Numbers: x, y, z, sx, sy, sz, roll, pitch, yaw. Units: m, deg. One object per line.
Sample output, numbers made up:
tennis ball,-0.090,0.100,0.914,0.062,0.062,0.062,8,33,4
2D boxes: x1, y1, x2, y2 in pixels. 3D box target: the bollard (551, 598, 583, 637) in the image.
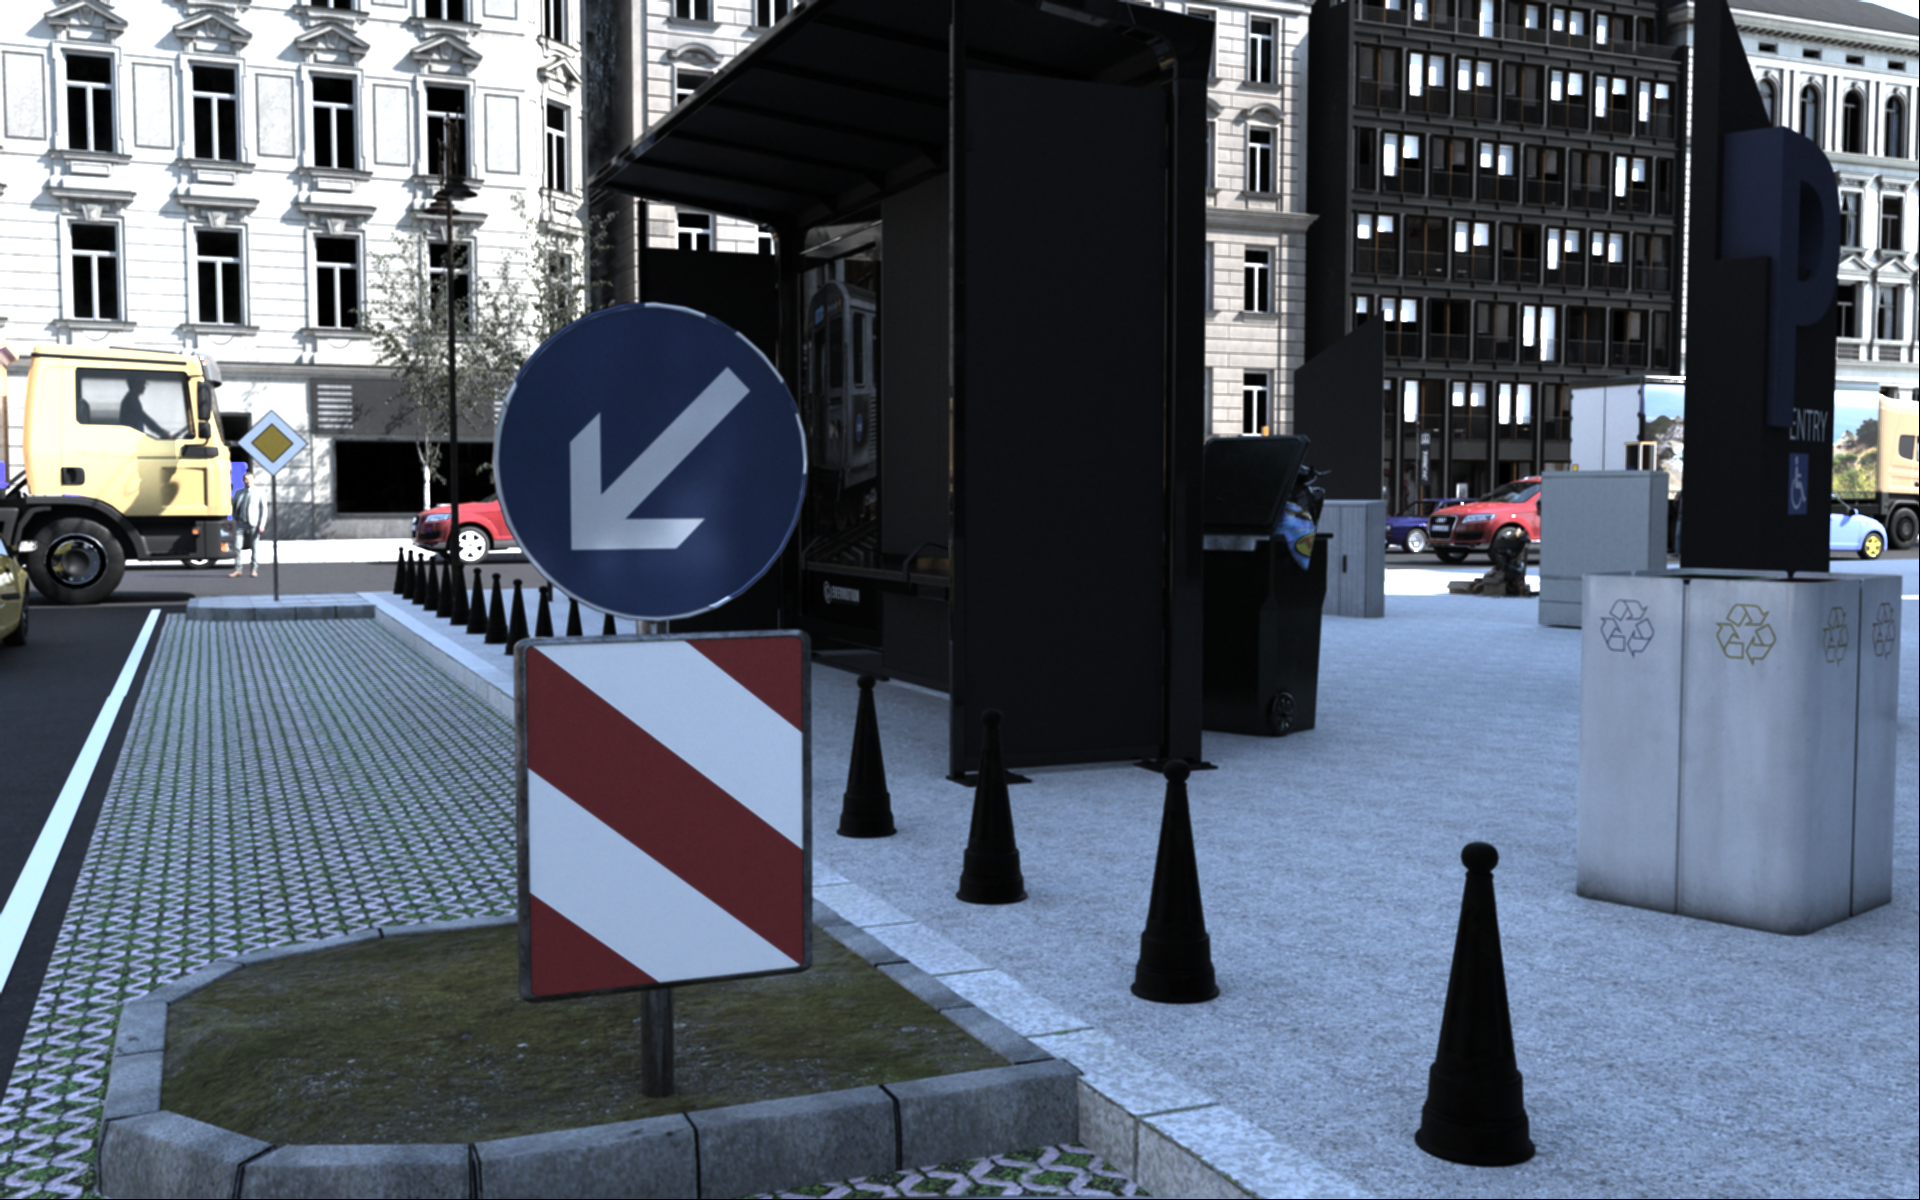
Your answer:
bollard,-2.622,0.260,11.782,0.229,0.601,0.229,0,3,0

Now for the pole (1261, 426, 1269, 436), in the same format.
pole,9.173,-3.568,52.177,0.158,3.312,0.155,0,3,0

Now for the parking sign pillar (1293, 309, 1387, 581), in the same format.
parking sign pillar,5.609,-2.275,25.670,1.447,3.967,1.447,1,4,16

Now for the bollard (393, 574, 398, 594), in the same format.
bollard,-7.183,-0.381,22.277,0.229,0.601,0.229,0,3,0

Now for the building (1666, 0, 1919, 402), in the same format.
building,35.034,-15.134,76.312,19.941,23.489,11.050,-2,4,-23

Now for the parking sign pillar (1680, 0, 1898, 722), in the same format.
parking sign pillar,4.526,-1.302,9.759,1.447,3.967,1.447,3,5,42

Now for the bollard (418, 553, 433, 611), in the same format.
bollard,-5.818,-0.189,19.124,0.229,0.601,0.229,0,3,0

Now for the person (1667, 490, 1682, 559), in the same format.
person,15.879,-1.792,37.782,0.713,1.824,0.794,-1,4,-20

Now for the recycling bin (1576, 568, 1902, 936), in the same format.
recycling bin,2.456,0.433,5.478,0.722,1.027,0.722,-3,5,-41

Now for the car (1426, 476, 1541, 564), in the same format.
car,12.167,-1.677,36.089,5.304,1.827,2.281,-1,4,-21

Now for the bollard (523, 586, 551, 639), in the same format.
bollard,-3.079,0.197,12.826,0.229,0.601,0.229,0,3,0

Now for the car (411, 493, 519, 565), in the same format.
car,-8.854,-1.711,36.656,5.304,1.827,2.281,-2,4,-25

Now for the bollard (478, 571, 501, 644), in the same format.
bollard,-3.989,0.069,14.917,0.229,0.601,0.229,0,3,0

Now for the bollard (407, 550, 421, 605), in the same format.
bollard,-6.274,-0.253,20.174,0.229,0.601,0.229,0,3,0

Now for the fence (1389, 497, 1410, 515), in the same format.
fence,14.698,-3.034,60.809,2.264,1.192,0.480,1,4,18

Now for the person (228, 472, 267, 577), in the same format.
person,-12.350,-1.311,30.029,0.635,1.810,0.391,-1,4,-11

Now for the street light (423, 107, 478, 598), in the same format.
street light,-6.207,-2.959,21.167,0.468,5.910,1.993,-2,4,-23

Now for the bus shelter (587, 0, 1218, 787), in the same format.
bus shelter,-0.771,-1.180,10.573,1.731,3.624,6.357,-2,4,-23

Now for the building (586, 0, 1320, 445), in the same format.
building,-0.966,-16.181,61.817,25.104,27.353,12.463,-2,4,-23

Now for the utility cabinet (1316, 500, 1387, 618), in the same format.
utility cabinet,4.045,-0.440,18.357,0.306,1.237,1.020,-2,4,-30

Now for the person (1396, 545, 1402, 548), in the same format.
person,11.665,-1.626,45.565,0.381,0.543,0.357,1,4,10

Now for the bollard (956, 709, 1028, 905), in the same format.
bollard,0.101,0.645,5.504,0.229,0.601,0.229,0,3,0

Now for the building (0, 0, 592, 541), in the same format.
building,-33.195,-16.676,49.073,44.131,29.872,17.030,-2,4,-23

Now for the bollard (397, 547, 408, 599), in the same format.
bollard,-6.724,-0.317,21.220,0.229,0.601,0.229,0,3,0

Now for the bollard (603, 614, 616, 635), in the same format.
bollard,-2.170,0.325,10.729,0.229,0.601,0.229,0,3,0

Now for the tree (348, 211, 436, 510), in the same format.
tree,-14.035,-5.860,46.173,4.360,8.622,3.978,0,3,0

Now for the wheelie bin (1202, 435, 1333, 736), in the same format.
wheelie bin,1.587,-0.096,9.476,0.980,1.594,0.693,3,5,42

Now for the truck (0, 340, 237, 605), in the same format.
truck,-13.791,-1.618,22.379,9.791,3.379,3.469,-2,4,-25

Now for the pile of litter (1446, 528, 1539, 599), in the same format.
pile of litter,6.821,-0.500,22.143,1.176,0.858,1.719,1,4,13

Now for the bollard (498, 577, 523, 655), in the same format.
bollard,-3.538,0.133,13.871,0.229,0.601,0.229,0,3,0

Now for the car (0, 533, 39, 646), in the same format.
car,-9.177,-0.294,15.026,2.015,1.641,3.980,-2,4,-23

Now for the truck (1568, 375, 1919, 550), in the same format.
truck,20.664,-3.371,44.029,11.283,4.237,2.839,-2,4,-23

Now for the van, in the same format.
van,-16.245,-1.747,32.955,5.245,2.365,2.240,-1,4,-21

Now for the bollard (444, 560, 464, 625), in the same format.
bollard,-4.905,-0.060,17.024,0.229,0.601,0.229,0,3,0

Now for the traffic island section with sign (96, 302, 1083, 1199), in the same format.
traffic island section with sign,-1.026,0.266,4.282,1.989,1.847,2.006,-2,4,-23

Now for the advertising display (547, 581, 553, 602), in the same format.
advertising display,-4.481,-0.949,20.731,0.974,1.923,0.123,-1,4,-14

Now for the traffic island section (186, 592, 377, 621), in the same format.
traffic island section,-8.191,0.090,20.813,2.009,0.180,2.903,-2,4,-23

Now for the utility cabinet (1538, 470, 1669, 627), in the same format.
utility cabinet,6.077,-0.471,16.374,0.318,1.500,1.173,-2,4,-35

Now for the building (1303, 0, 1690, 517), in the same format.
building,18.412,-14.680,69.699,15.834,23.373,12.332,-2,4,-23

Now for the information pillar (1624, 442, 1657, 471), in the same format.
information pillar,9.641,-1.229,24.594,0.304,2.012,0.304,-2,4,-24

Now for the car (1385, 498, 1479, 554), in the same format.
car,11.741,-1.843,42.717,3.894,1.354,1.945,-1,4,-22

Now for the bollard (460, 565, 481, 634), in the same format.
bollard,-4.445,0.004,15.969,0.229,0.601,0.229,0,3,0

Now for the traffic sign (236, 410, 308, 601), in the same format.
traffic sign,-8.210,-1.045,20.727,0.795,2.450,0.064,-2,4,-23

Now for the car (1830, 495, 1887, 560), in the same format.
car,18.507,-1.733,37.928,3.694,1.707,1.945,-1,4,-22

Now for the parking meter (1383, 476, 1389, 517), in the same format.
parking meter,12.250,-2.732,50.380,0.399,1.863,0.255,-1,4,-11

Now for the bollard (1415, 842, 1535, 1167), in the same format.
bollard,1.014,0.773,3.395,0.229,0.601,0.229,0,3,0

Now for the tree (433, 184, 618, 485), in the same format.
tree,-9.964,-5.567,41.384,4.360,8.622,3.978,0,3,0

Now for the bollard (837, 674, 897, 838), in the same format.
bollard,-0.353,0.581,6.548,0.229,0.601,0.229,0,3,0

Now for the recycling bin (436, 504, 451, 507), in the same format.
recycling bin,-12.804,-1.906,43.723,0.722,1.027,0.722,-1,4,-22

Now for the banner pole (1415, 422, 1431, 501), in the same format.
banner pole,15.916,-4.264,59.735,0.401,3.779,0.863,-2,4,-31

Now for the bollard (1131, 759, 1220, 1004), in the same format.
bollard,0.555,0.709,4.450,0.229,0.601,0.229,0,3,0

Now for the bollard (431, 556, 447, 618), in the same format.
bollard,-5.358,-0.124,18.069,0.229,0.601,0.229,0,3,0
